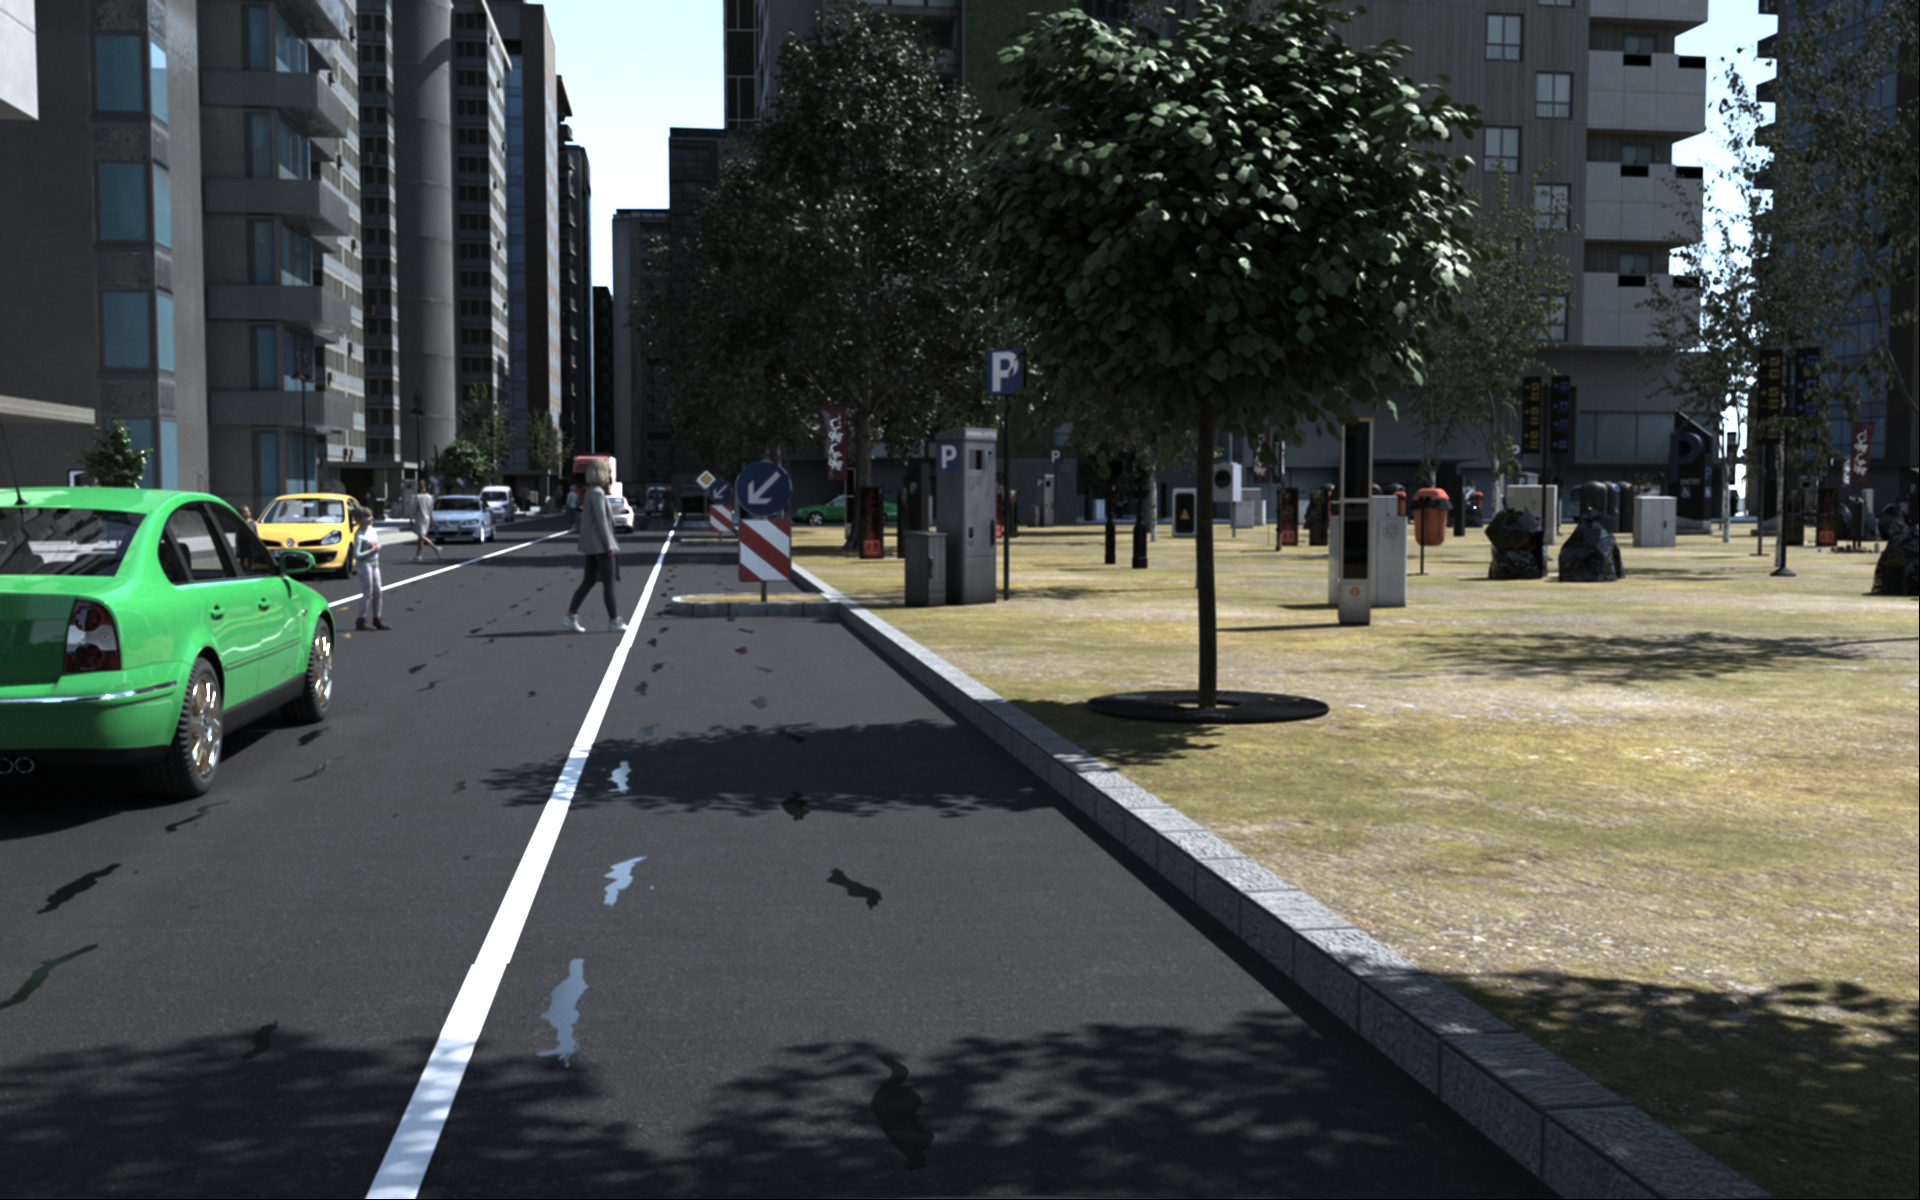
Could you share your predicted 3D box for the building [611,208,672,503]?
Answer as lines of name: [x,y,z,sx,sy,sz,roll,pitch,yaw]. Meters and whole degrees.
building: [-41.100,-34.094,241.033,14.086,41.232,14.154,-1,4,-9]

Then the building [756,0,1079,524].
building: [-2.526,-24.481,83.855,14.086,41.232,14.154,-1,4,-9]

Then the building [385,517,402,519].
building: [-46.401,-24.585,93.851,32.217,40.220,23.993,-1,4,-9]

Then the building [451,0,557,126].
building: [-43.673,-30.938,155.949,14.600,45.320,14.200,-1,4,-9]

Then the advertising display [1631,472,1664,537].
advertising display: [20.384,-2.823,51.375,0.123,1.923,0.974,-3,4,-36]

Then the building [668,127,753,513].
building: [-16.327,-22.551,140.407,14.160,30.474,14.107,-1,4,-9]

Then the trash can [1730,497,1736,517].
trash can: [43.630,-5.291,98.159,0.748,1.137,0.748,0,3,0]

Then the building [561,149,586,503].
building: [-50.815,-31.545,199.361,14.154,41.232,14.086,-1,4,-9]

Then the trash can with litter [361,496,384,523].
trash can with litter: [-26.927,-4.119,78.405,1.678,1.210,2.233,-2,4,-29]

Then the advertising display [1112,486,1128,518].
advertising display: [8.422,-5.272,91.404,0.974,1.923,0.123,-1,4,-21]

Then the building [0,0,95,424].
building: [-29.754,-26.373,20.435,28.713,52.752,27.495,-1,4,-9]

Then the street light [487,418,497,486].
street light: [-28.614,-8.142,105.912,0.468,5.910,1.993,-1,4,-9]

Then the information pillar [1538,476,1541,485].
information pillar: [23.685,-4.031,70.396,0.304,2.012,0.304,-1,4,-21]

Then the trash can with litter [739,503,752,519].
trash can with litter: [-10.415,-4.488,84.760,0.624,1.170,1.055,-2,4,-27]

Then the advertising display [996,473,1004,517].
advertising display: [1.099,-2.929,53.109,0.974,1.923,0.123,3,5,43]

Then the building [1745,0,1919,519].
building: [54.119,-27.182,94.533,14.200,45.320,14.600,-1,4,-9]

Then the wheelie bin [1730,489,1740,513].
wheelie bin: [51.213,-6.548,114.963,0.980,1.594,0.693,0,4,1]

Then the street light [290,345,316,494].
street light: [-20.352,-4.954,53.781,0.468,5.910,1.993,-1,4,-9]

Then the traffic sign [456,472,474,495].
traffic sign: [-21.917,-4.470,76.723,0.795,2.450,0.064,-1,4,-9]

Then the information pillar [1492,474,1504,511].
information pillar: [19.454,-3.558,62.668,0.304,2.012,0.304,3,5,40]

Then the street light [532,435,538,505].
street light: [-33.187,-9.953,135.515,0.468,5.910,1.993,-1,4,-9]

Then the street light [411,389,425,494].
street light: [-23.942,-6.348,76.580,0.468,5.910,1.993,-1,4,-9]

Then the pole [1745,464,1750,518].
pole: [42.830,-6.134,94.142,0.158,3.312,0.155,0,3,0]

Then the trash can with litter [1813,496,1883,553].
trash can with litter: [19.944,-1.674,38.423,1.678,1.210,2.233,1,4,16]

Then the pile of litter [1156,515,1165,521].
pile of litter: [9.241,-4.211,82.817,1.719,0.858,1.176,-3,5,-41]

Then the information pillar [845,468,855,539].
information pillar: [-3.118,-2.731,49.141,0.304,2.012,0.304,0,4,-5]

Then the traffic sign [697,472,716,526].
traffic sign: [-10.307,-4.085,70.436,0.795,2.450,0.064,-1,4,-9]

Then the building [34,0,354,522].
building: [-36.287,-26.596,54.451,30.456,49.044,23.786,-1,4,-9]

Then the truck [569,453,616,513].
truck: [-25.547,-8.081,121.037,2.839,4.237,11.283,-1,4,-9]

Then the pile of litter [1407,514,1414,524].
pile of litter: [19.434,-3.641,73.501,1.176,0.858,1.719,-3,5,-44]

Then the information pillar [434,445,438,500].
information pillar: [-24.803,-5.546,82.033,0.183,3.616,0.504,-2,4,-27]

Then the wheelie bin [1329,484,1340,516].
wheelie bin: [12.130,-2.875,54.916,0.693,1.594,0.980,-3,5,-44]

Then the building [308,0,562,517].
building: [-46.294,-26.563,126.190,32.217,40.220,23.993,-1,4,-9]

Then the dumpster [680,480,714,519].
dumpster: [-14.950,-5.744,98.868,1.985,2.255,1.502,-1,4,-9]

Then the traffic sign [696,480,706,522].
traffic sign: [-11.546,-4.568,78.325,0.795,2.450,0.064,-1,4,-9]

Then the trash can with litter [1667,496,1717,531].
trash can with litter: [24.990,-2.993,59.990,2.233,1.210,1.678,2,4,34]

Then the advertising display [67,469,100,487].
advertising display: [-22.753,-2.449,45.251,0.974,1.923,0.123,-2,4,-33]

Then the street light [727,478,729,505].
street light: [-16.471,-9.169,122.699,0.468,5.910,1.993,-1,4,-9]

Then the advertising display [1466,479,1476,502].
advertising display: [22.300,-4.347,76.292,0.974,1.923,0.123,-2,4,-26]

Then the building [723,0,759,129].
building: [-21.376,-47.699,218.133,20.563,71.187,20.611,-1,4,-9]

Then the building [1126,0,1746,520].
building: [24.443,-31.077,97.340,27.495,52.752,28.713,-1,4,-9]

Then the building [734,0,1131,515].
building: [1.221,-25.902,115.381,32.217,40.220,23.993,-1,4,-9]

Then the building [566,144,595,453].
building: [-53.606,-34.686,217.225,14.200,45.320,14.600,-1,4,-9]

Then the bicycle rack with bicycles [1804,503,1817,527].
bicycle rack with bicycles: [32.955,-3.323,67.719,2.925,0.926,2.852,0,4,0]

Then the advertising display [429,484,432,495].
advertising display: [-35.902,-6.804,116.461,0.974,1.923,0.123,2,4,27]

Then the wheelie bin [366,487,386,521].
wheelie bin: [-27.930,-4.575,82.703,0.693,1.594,0.980,2,4,30]

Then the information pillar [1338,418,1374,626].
information pillar: [3.869,-0.762,16.951,0.304,2.012,0.304,1,4,10]

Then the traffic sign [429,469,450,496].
traffic sign: [-20.678,-3.987,68.834,0.795,2.450,0.064,-1,4,-9]

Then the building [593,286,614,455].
building: [-55.031,-28.594,239.211,14.107,30.474,14.160,-1,4,-9]

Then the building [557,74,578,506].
building: [-50.901,-31.925,176.591,22.147,44.769,28.867,-1,4,-9]
